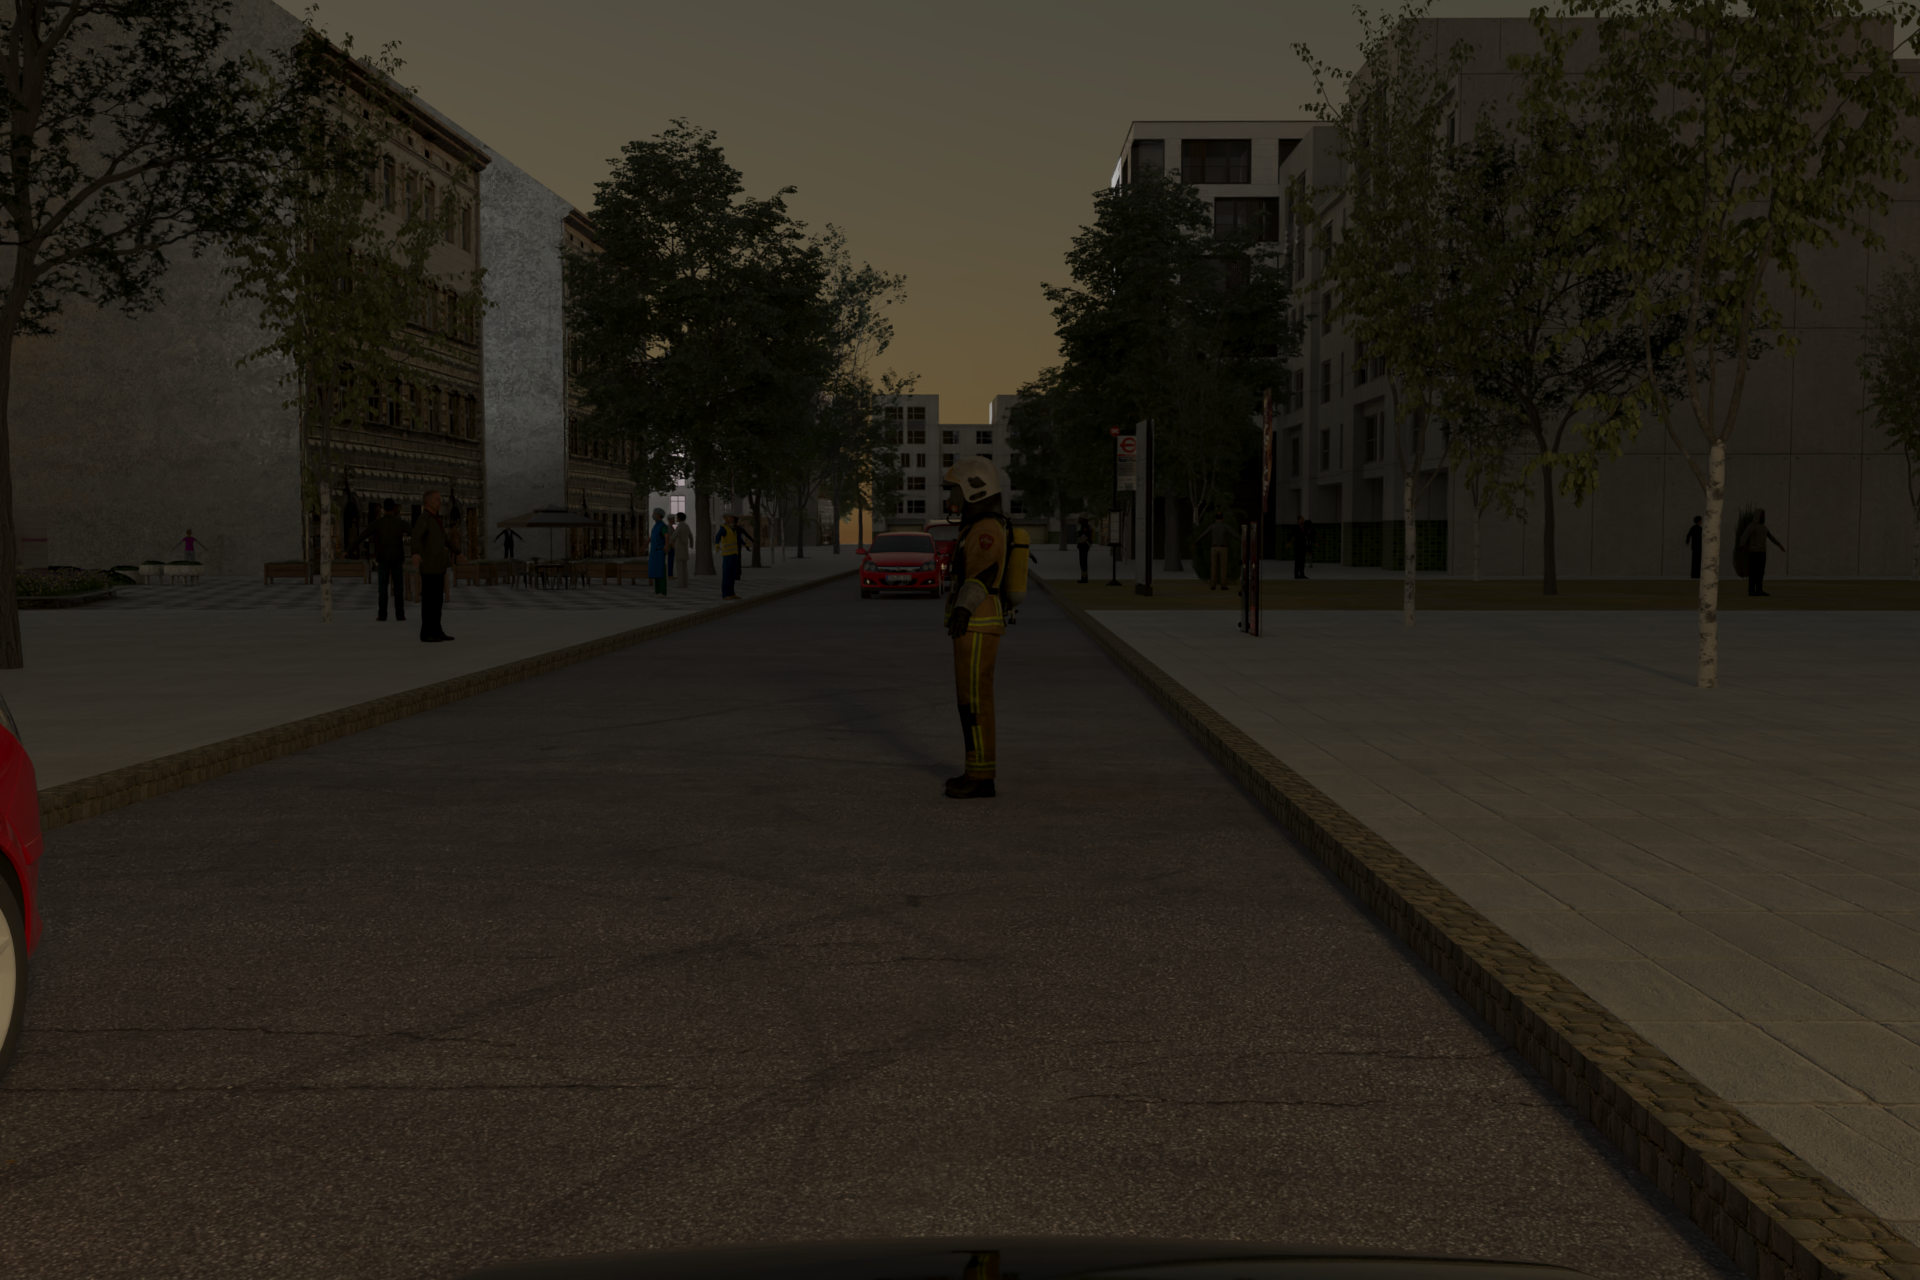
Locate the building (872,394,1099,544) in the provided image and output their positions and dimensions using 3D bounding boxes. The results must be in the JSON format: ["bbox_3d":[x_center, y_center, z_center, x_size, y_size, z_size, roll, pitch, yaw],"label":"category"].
[{"bbox_3d":[4.336,-21.844,226.066,31.486,18.905,16.747,0,4,-2],"label":"building"}]

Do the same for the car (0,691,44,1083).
[{"bbox_3d":[-3.281,0.391,2.654,2.155,1.783,4.494,0,4,1],"label":"car"}]

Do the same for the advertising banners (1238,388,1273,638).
[{"bbox_3d":[3.718,-1.568,21.824,0.090,3.025,2.074,0,4,0],"label":"advertising banners"}]

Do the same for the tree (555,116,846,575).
[{"bbox_3d":[-7.948,-8.989,53.631,9.857,13.997,8.962,0,3,0],"label":"tree"}]

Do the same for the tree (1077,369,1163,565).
[{"bbox_3d":[6.855,-7.443,72.057,4.737,8.622,4.395,0,3,0],"label":"tree"}]

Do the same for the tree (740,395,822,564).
[{"bbox_3d":[-8.044,-7.606,74.726,4.737,8.622,4.395,0,3,0],"label":"tree"}]

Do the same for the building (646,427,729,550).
[{"bbox_3d":[-24.315,-12.681,149.478,9.099,9.664,28.070,0,4,1],"label":"building"}]

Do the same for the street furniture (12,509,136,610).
[{"bbox_3d":[-18.374,-1.548,32.164,9.812,1.723,11.010,-1,4,-17],"label":"street furniture"}]

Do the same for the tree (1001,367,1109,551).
[{"bbox_3d":[7.664,-13.644,129.726,9.857,13.997,8.962,0,3,0],"label":"tree"}]

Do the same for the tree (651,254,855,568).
[{"bbox_3d":[-7.840,-8.557,65.668,9.928,11.665,9.643,0,3,0],"label":"tree"}]

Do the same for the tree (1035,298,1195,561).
[{"bbox_3d":[7.389,-9.947,80.763,7.486,12.596,7.792,0,3,0],"label":"tree"}]

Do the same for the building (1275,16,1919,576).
[{"bbox_3d":[23.558,-12.331,68.071,16.747,18.905,31.486,0,4,1],"label":"building"}]

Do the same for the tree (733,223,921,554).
[{"bbox_3d":[-8.669,-15.441,108.357,12.611,20.169,13.585,0,3,0],"label":"tree"}]

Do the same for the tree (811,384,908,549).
[{"bbox_3d":[-7.968,-13.034,131.236,7.486,12.596,7.792,0,3,0],"label":"tree"}]

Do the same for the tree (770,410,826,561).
[{"bbox_3d":[-8.269,-7.990,81.004,4.737,8.622,4.395,0,3,0],"label":"tree"}]

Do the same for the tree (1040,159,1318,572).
[{"bbox_3d":[7.312,-9.323,59.091,9.857,13.997,8.962,0,3,0],"label":"tree"}]

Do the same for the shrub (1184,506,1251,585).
[{"bbox_3d":[6.589,-2.427,44.104,1.690,2.028,1.600,0,3,0],"label":"shrub"}]

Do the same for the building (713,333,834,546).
[{"bbox_3d":[-24.032,-22.053,191.501,19.493,23.208,18.063,0,4,2],"label":"building"}]

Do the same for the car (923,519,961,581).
[{"bbox_3d":[-0.155,-2.237,45.243,2.281,1.827,5.304,0,4,0],"label":"car"}]

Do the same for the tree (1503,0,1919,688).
[{"bbox_3d":[6.346,-3.920,14.451,4.737,8.622,4.395,0,3,0],"label":"tree"}]

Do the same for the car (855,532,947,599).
[{"bbox_3d":[-1.289,-1.880,39.782,2.155,1.783,4.494,0,4,1],"label":"car"}]

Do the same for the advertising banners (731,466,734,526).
[{"bbox_3d":[-5.878,-2.929,44.075,0.090,3.025,2.074,0,4,0],"label":"advertising banners"}]

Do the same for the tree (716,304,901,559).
[{"bbox_3d":[-8.291,-11.041,90.883,12.009,13.543,11.850,0,3,0],"label":"tree"}]

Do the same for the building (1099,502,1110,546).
[{"bbox_3d":[24.640,-21.526,182.884,19.493,23.208,18.063,0,4,1],"label":"building"}]

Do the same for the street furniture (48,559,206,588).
[{"bbox_3d":[-23.679,-1.699,43.408,10.072,0.657,5.734,2,4,31],"label":"street furniture"}]

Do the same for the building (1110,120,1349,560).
[{"bbox_3d":[22.653,-15.793,102.194,27.936,21.610,32.646,0,4,1],"label":"building"}]

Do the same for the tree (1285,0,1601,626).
[{"bbox_3d":[6.322,-4.490,23.772,4.737,8.622,4.395,0,3,0],"label":"tree"}]

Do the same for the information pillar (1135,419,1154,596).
[{"bbox_3d":[3.866,-2.754,36.340,0.184,3.620,1.656,0,4,-1],"label":"information pillar"}]

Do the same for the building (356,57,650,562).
[{"bbox_3d":[-27.292,-15.809,89.407,19.493,23.208,18.063,0,4,2],"label":"building"}]

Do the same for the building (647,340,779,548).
[{"bbox_3d":[-24.054,-18.983,166.790,16.016,20.090,11.380,0,4,1],"label":"building"}]

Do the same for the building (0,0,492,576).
[{"bbox_3d":[-28.847,-14.086,61.237,19.493,23.208,18.063,0,4,2],"label":"building"}]
